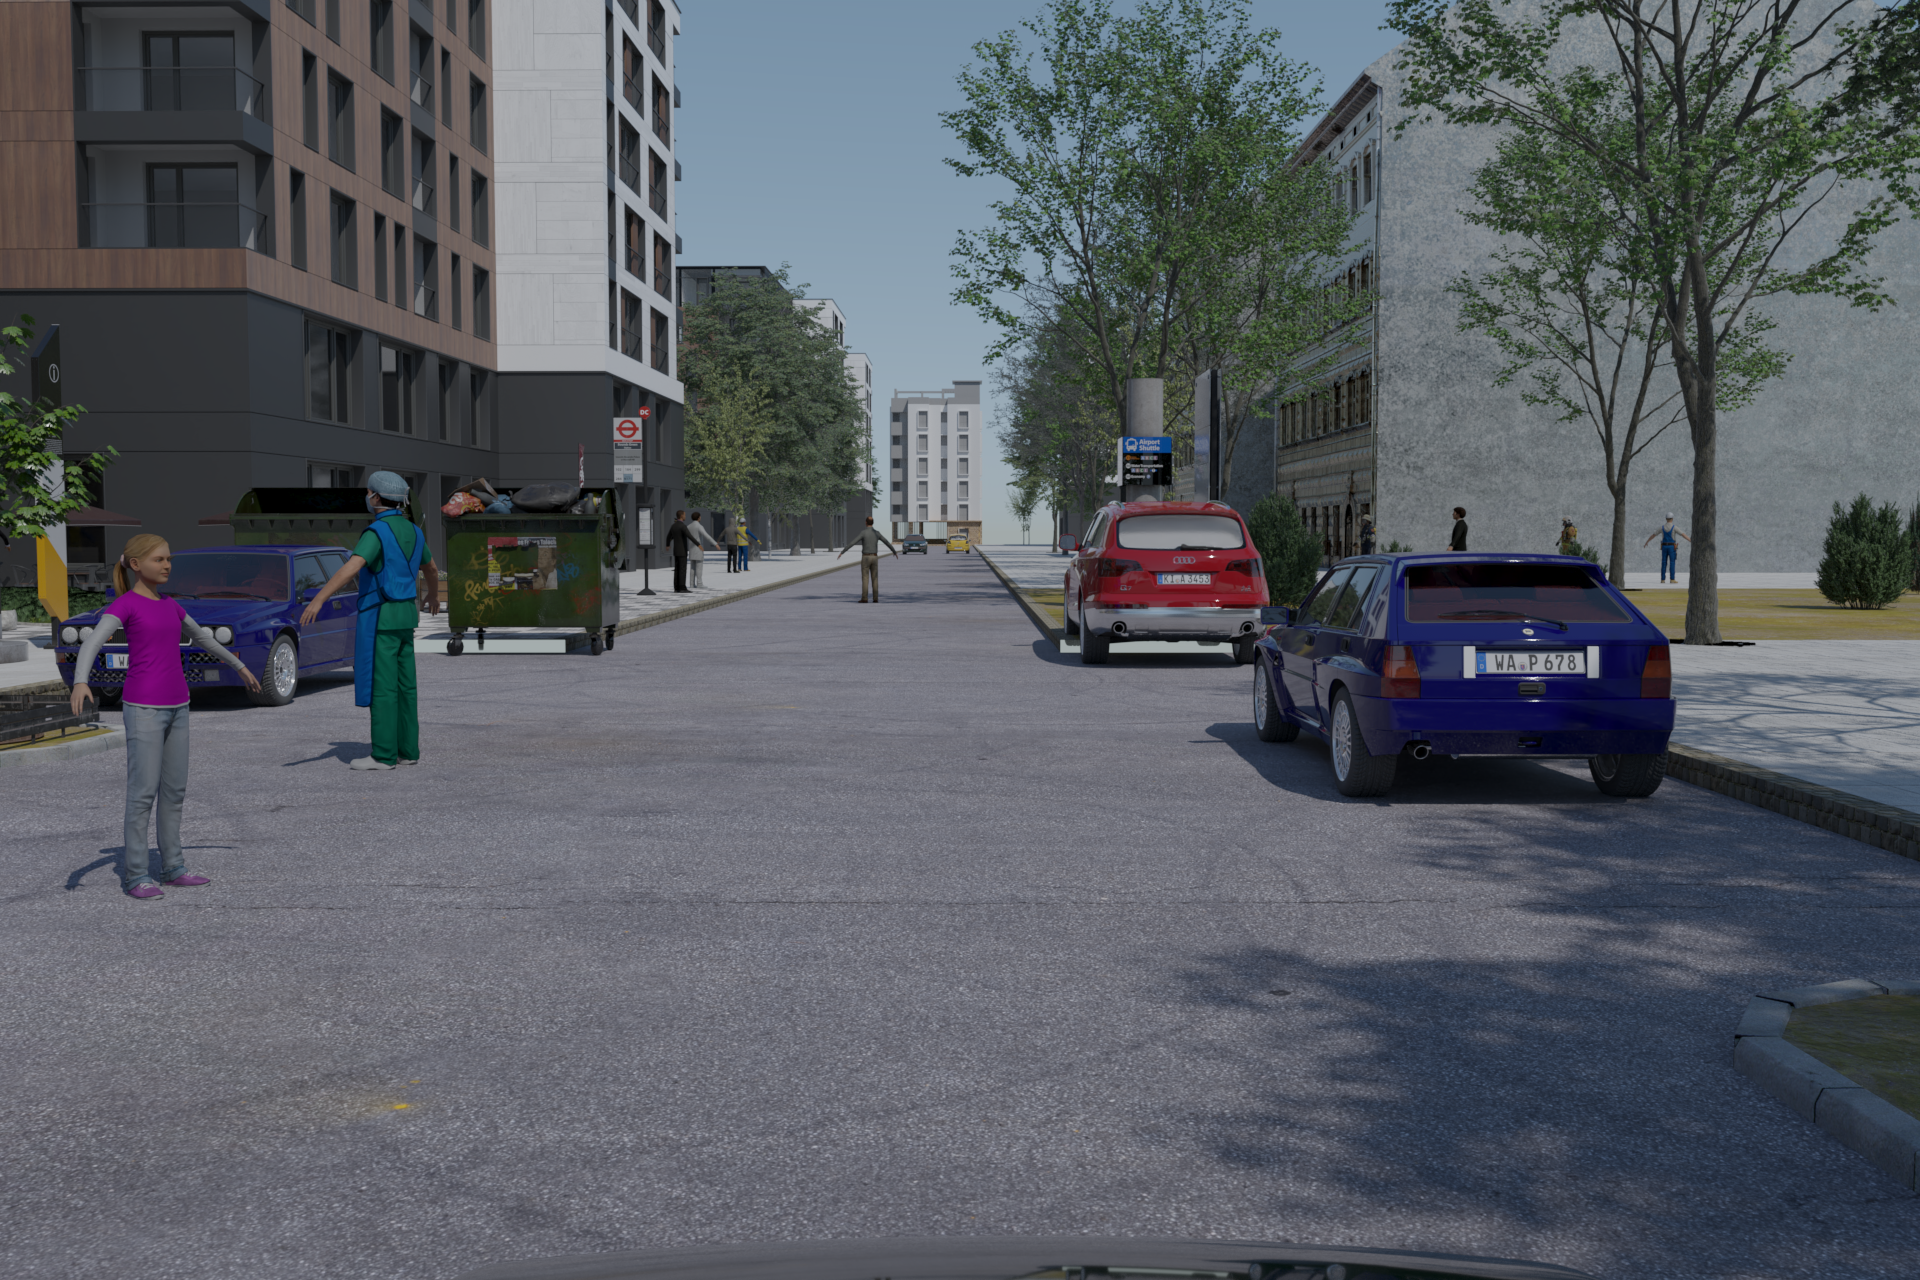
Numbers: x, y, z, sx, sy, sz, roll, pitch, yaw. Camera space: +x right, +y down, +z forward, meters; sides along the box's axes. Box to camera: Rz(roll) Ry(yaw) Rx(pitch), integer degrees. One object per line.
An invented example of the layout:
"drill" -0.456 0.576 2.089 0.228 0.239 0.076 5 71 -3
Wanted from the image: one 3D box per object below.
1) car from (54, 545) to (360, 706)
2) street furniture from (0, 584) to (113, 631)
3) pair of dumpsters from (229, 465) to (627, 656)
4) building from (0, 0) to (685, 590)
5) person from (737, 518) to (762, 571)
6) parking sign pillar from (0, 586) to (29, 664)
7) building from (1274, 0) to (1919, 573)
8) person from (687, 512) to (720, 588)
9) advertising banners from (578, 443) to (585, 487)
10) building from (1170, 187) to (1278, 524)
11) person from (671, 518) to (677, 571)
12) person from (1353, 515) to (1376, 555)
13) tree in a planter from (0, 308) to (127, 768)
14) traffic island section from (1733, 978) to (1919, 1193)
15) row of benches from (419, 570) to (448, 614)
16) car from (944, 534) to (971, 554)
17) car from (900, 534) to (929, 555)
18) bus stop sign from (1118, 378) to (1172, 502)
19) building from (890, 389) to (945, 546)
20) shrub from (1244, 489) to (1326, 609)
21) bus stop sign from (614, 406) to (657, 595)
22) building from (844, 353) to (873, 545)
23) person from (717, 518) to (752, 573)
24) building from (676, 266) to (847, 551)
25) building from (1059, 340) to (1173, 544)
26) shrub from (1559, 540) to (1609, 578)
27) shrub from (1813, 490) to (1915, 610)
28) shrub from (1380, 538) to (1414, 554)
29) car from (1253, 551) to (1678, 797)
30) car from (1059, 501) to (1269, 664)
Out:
"car" -6.471 -0.186 15.620 1.945 1.354 3.894 0 4 0
"street furniture" -14.528 -0.512 23.997 5.734 0.657 10.072 1 4 8
"pair of dumpsters" -6.319 -0.966 20.746 4.436 2.255 1.574 0 4 0
"building" -25.103 -12.738 52.235 27.936 21.610 32.646 0 4 1
"person" -7.458 -3.280 59.593 1.349 1.833 0.705 2 4 24
"parking sign pillar" -10.136 -1.758 17.210 1.447 3.967 1.447 0 3 0
"building" 22.904 -14.350 65.552 19.493 23.208 18.063 0 3 0
"person" -6.237 -2.137 41.125 1.347 1.806 0.705 3 4 38
"advertising banners" -7.281 -2.230 32.655 0.090 3.025 2.074 0 3 0
"building" 21.722 -15.999 92.507 19.493 23.208 18.063 0 3 0
"person" -9.762 -3.293 59.779 0.705 1.837 1.347 -2 4 -32
"person" 12.091 -2.805 51.641 0.705 1.856 1.354 -1 4 -11
"tree in a planter" -6.634 -0.863 11.330 1.991 3.239 1.994 0 4 1
"traffic island section" 3.069 1.138 4.262 1.991 0.108 1.994 0 4 0
"row of benches" -9.099 -0.862 29.562 1.422 0.672 4.104 -2 4 -28
"car" -0.168 -7.120 126.628 2.015 1.641 3.980 0 4 -1
"car" -3.168 -6.857 121.903 2.009 1.686 4.222 0 4 0
"bus stop sign" 3.149 -2.482 29.590 0.837 3.901 0.837 0 3 0
"building" -8.439 -21.939 217.581 11.380 20.090 16.016 0 4 4
"shrub" 5.226 -1.482 28.651 1.690 2.028 1.600 0 3 0
"bus stop sign" -6.806 -2.910 36.281 0.855 3.939 0.416 0 4 -1
"building" -24.598 -21.364 193.270 27.936 21.610 32.646 0 4 0
"person" -7.476 -3.110 56.978 1.348 1.813 0.705 2 4 25
"building" -25.025 -18.628 148.535 27.936 21.610 32.646 0 4 1
"building" 24.731 -21.203 190.649 27.936 21.610 32.646 0 4 0
"shrub" 9.930 -1.025 27.868 1.383 1.207 1.383 0 3 0
"shrub" 15.419 -1.536 29.527 1.690 2.028 1.600 0 3 0
"shrub" 8.337 -1.344 33.094 1.383 1.207 1.383 0 3 0
"car" 2.930 0.110 10.788 1.945 1.354 3.894 0 4 0
"car" 2.350 -0.733 20.656 2.281 1.827 5.304 0 4 0
